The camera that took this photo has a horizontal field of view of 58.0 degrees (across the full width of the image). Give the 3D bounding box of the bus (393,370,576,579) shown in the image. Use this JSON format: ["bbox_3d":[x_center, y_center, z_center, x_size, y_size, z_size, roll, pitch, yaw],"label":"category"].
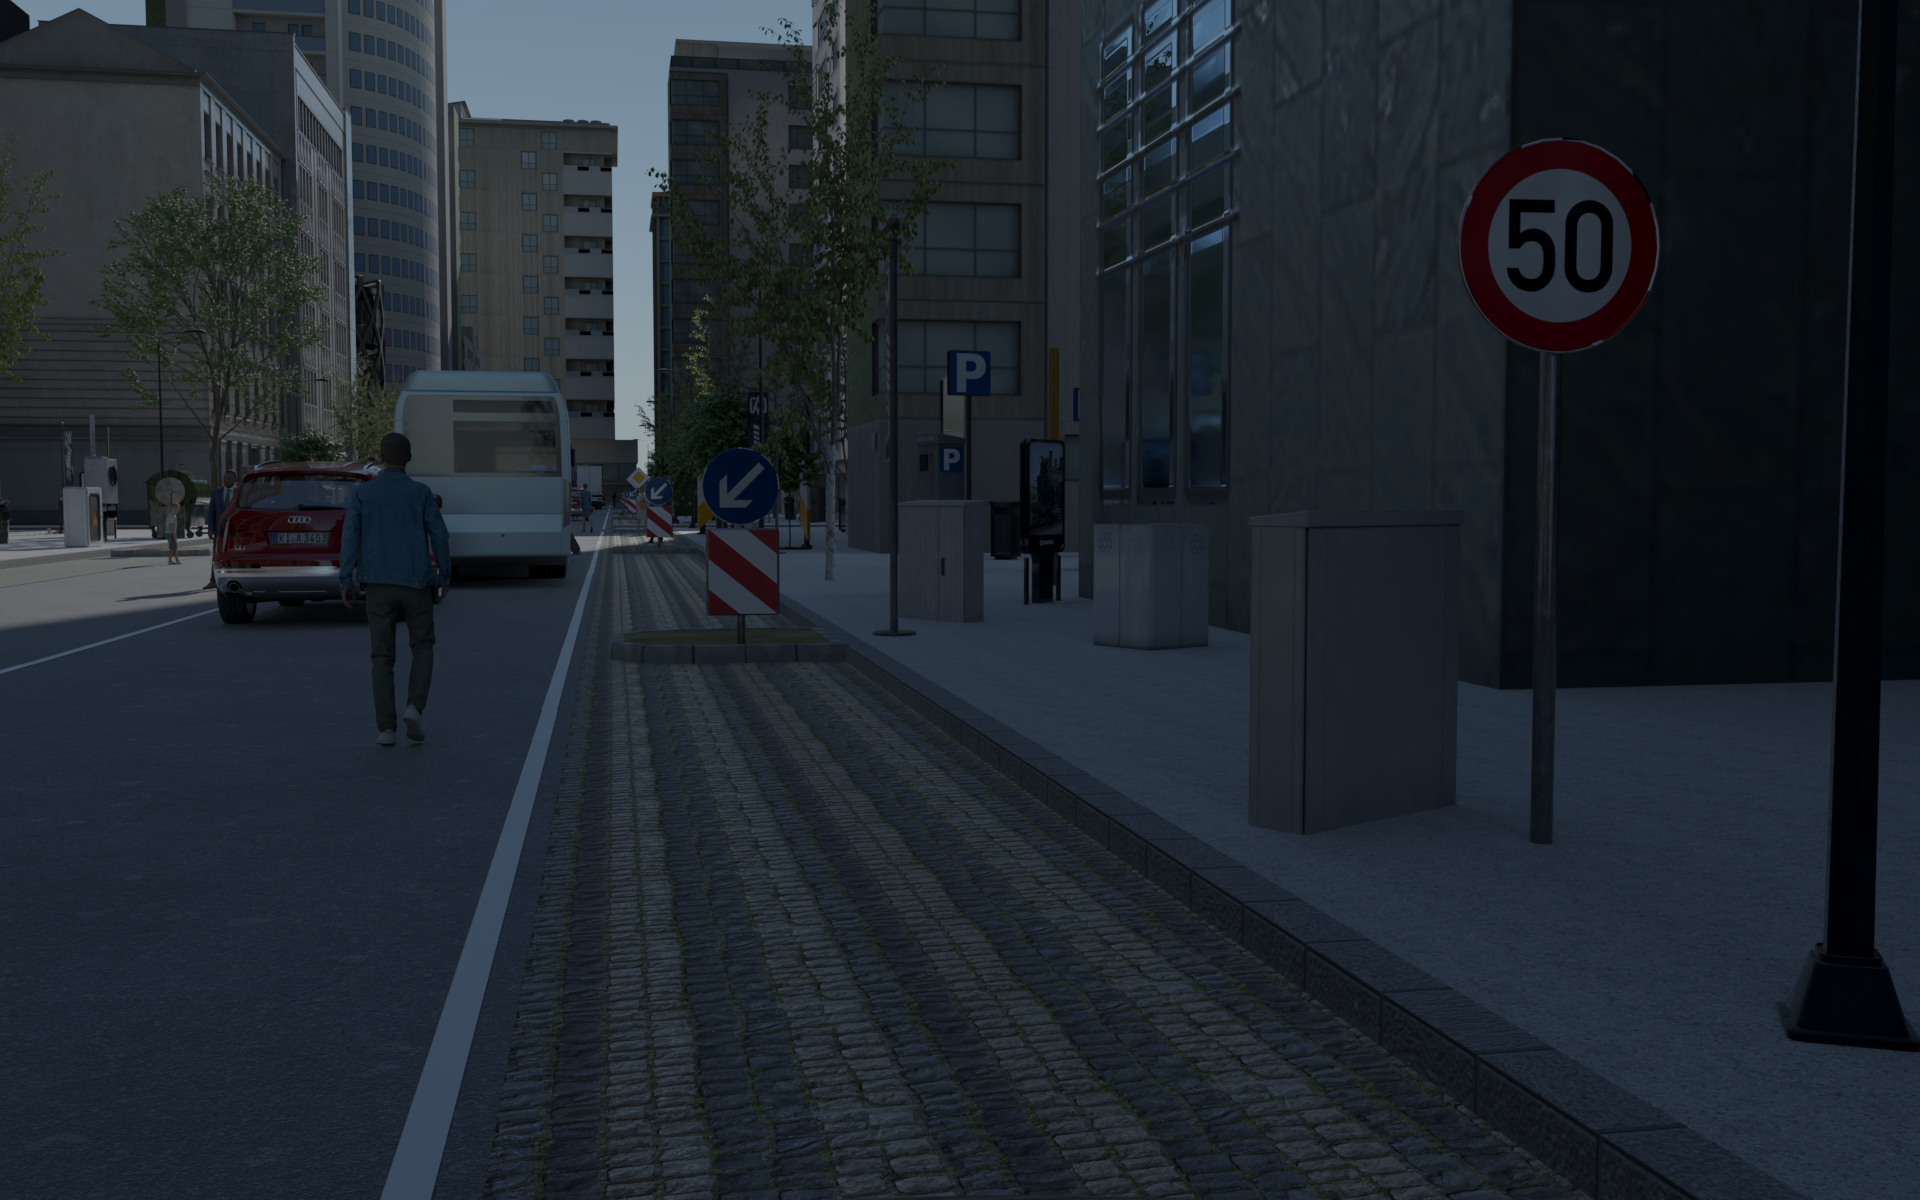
[{"bbox_3d":[-8.635,-2.295,32.377,2.948,3.499,13.247,-1,4,-13],"label":"bus"}]

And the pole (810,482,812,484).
[{"bbox_3d":[-7.616,-5.789,88.498,0.158,3.312,0.155,0,3,0],"label":"pole"}]

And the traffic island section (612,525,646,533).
[{"bbox_3d":[-11.912,-2.580,64.466,2.009,0.180,2.903,-1,4,-11],"label":"traffic island section"}]

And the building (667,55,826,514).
[{"bbox_3d":[-12.938,-21.250,119.146,14.160,30.474,14.107,-1,4,-11],"label":"building"}]

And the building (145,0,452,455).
[{"bbox_3d":[-57.425,-37.399,153.468,21.231,58.520,28.212,-1,4,-11],"label":"building"}]

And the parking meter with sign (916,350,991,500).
[{"bbox_3d":[-0.223,-1.566,21.871,0.543,3.016,1.738,-2,4,-24],"label":"parking meter with sign"}]

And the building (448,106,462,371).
[{"bbox_3d":[-58.513,-30.116,175.998,14.154,41.232,14.086,-1,4,-11],"label":"building"}]

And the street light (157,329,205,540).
[{"bbox_3d":[-21.949,-4.666,48.836,1.470,5.913,1.316,-1,4,-11],"label":"street light"}]

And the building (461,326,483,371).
[{"bbox_3d":[-70.405,-21.583,197.926,28.899,21.520,27.650,-1,4,-11],"label":"building"}]

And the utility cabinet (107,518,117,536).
[{"bbox_3d":[-26.164,-2.670,52.327,1.173,1.500,0.318,-1,4,-19],"label":"utility cabinet"}]

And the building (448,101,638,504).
[{"bbox_3d":[-59.329,-39.923,241.975,27.495,52.752,28.713,-1,4,-11],"label":"building"}]

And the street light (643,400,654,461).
[{"bbox_3d":[-14.860,-6.943,86.058,1.470,5.913,1.316,-1,4,-11],"label":"street light"}]

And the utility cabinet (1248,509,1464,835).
[{"bbox_3d":[1.582,0.260,6.914,1.020,1.237,0.306,-3,5,-41],"label":"utility cabinet"}]

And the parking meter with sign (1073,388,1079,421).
[{"bbox_3d":[2.471,-2.011,29.138,0.543,3.016,1.738,2,4,25],"label":"parking meter with sign"}]

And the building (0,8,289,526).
[{"bbox_3d":[-37.435,-14.078,79.327,9.793,20.994,18.267,-1,4,-11],"label":"building"}]

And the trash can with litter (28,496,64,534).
[{"bbox_3d":[-28.758,-2.723,55.576,1.678,1.210,2.233,-3,5,-44],"label":"trash can with litter"}]

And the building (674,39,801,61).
[{"bbox_3d":[-19.328,-29.189,160.827,14.154,41.232,14.086,-1,4,-11],"label":"building"}]

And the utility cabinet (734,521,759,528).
[{"bbox_3d":[-6.746,-2.810,54.626,0.318,1.500,1.173,-3,4,-36],"label":"utility cabinet"}]

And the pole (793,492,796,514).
[{"bbox_3d":[-10.502,-7.088,109.735,0.158,3.312,0.155,0,3,0],"label":"pole"}]

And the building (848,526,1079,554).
[{"bbox_3d":[3.815,-22.045,44.029,14.154,41.232,14.086,-1,4,-11],"label":"building"}]

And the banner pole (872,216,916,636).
[{"bbox_3d":[-0.636,-1.584,15.919,0.401,3.779,0.863,-1,4,-9],"label":"banner pole"}]

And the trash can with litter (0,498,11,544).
[{"bbox_3d":[-24.944,-2.026,44.509,1.055,1.170,0.624,1,4,20],"label":"trash can with litter"}]

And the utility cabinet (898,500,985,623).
[{"bbox_3d":[-0.204,-0.398,17.670,0.306,1.237,1.020,-3,5,-42],"label":"utility cabinet"}]

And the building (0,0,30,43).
[{"bbox_3d":[-49.527,-14.891,73.153,15.834,23.373,12.332,-1,4,-11],"label":"building"}]

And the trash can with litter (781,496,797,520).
[{"bbox_3d":[-8.450,-4.554,85.848,0.624,1.170,1.055,1,4,9],"label":"trash can with litter"}]

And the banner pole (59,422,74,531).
[{"bbox_3d":[-31.022,-4.289,60.149,0.863,3.779,0.401,2,4,33],"label":"banner pole"}]

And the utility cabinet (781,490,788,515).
[{"bbox_3d":[-10.597,-5.913,105.358,0.318,1.500,1.173,0,4,5],"label":"utility cabinet"}]

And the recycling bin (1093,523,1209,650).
[{"bbox_3d":[1.616,-0.128,14.653,0.722,1.027,0.722,-3,4,-38],"label":"recycling bin"}]

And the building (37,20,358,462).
[{"bbox_3d":[-41.892,-17.110,97.763,12.078,24.808,19.932,-1,4,-11],"label":"building"}]

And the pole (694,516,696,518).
[{"bbox_3d":[-13.281,-5.701,87.051,0.158,3.312,0.155,0,3,0],"label":"pole"}]

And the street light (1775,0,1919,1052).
[{"bbox_3d":[1.590,-1.916,3.870,1.470,5.913,1.316,-1,4,-11],"label":"street light"}]

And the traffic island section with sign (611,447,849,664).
[{"bbox_3d":[-2.113,-0.419,15.472,1.989,1.847,2.006,-1,4,-11],"label":"traffic island section with sign"}]

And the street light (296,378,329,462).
[{"bbox_3d":[-26.032,-5.934,69.557,1.470,5.913,1.316,-1,4,-11],"label":"street light"}]

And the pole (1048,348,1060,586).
[{"bbox_3d":[1.311,-1.860,24.249,0.158,3.312,0.155,0,3,0],"label":"pole"}]

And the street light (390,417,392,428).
[{"bbox_3d":[-32.046,-7.757,99.365,1.470,5.913,1.316,-1,4,-11],"label":"street light"}]

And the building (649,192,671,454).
[{"bbox_3d":[-30.511,-36.060,244.209,28.867,44.769,22.147,-1,4,-11],"label":"building"}]

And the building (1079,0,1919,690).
[{"bbox_3d":[15.457,-42.405,5.989,22.319,86.520,31.000,-1,4,-11],"label":"building"}]

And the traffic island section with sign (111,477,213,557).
[{"bbox_3d":[-18.404,-1.931,40.208,1.989,1.847,2.006,-1,4,-11],"label":"traffic island section with sign"}]

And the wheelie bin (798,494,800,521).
[{"bbox_3d":[-7.222,-4.550,82.295,0.693,1.594,0.980,3,5,44],"label":"wheelie bin"}]

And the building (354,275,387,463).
[{"bbox_3d":[-47.722,-15.245,116.700,16.820,18.784,16.811,-1,4,-11],"label":"building"}]

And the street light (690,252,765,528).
[{"bbox_3d":[-4.399,-3.732,33.556,1.470,5.913,1.316,-1,4,-11],"label":"street light"}]

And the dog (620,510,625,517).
[{"bbox_3d":[-19.669,-4.991,100.887,0.540,0.507,0.406,1,4,15],"label":"dog"}]

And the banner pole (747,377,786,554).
[{"bbox_3d":[-4.175,-2.889,37.257,0.863,3.779,0.401,0,4,8],"label":"banner pole"}]

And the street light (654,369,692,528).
[{"bbox_3d":[-10.518,-5.623,64.479,1.470,5.913,1.316,-1,4,-11],"label":"street light"}]

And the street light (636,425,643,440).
[{"bbox_3d":[-20.805,-8.784,116.160,1.470,5.913,1.316,-1,4,-11],"label":"street light"}]
